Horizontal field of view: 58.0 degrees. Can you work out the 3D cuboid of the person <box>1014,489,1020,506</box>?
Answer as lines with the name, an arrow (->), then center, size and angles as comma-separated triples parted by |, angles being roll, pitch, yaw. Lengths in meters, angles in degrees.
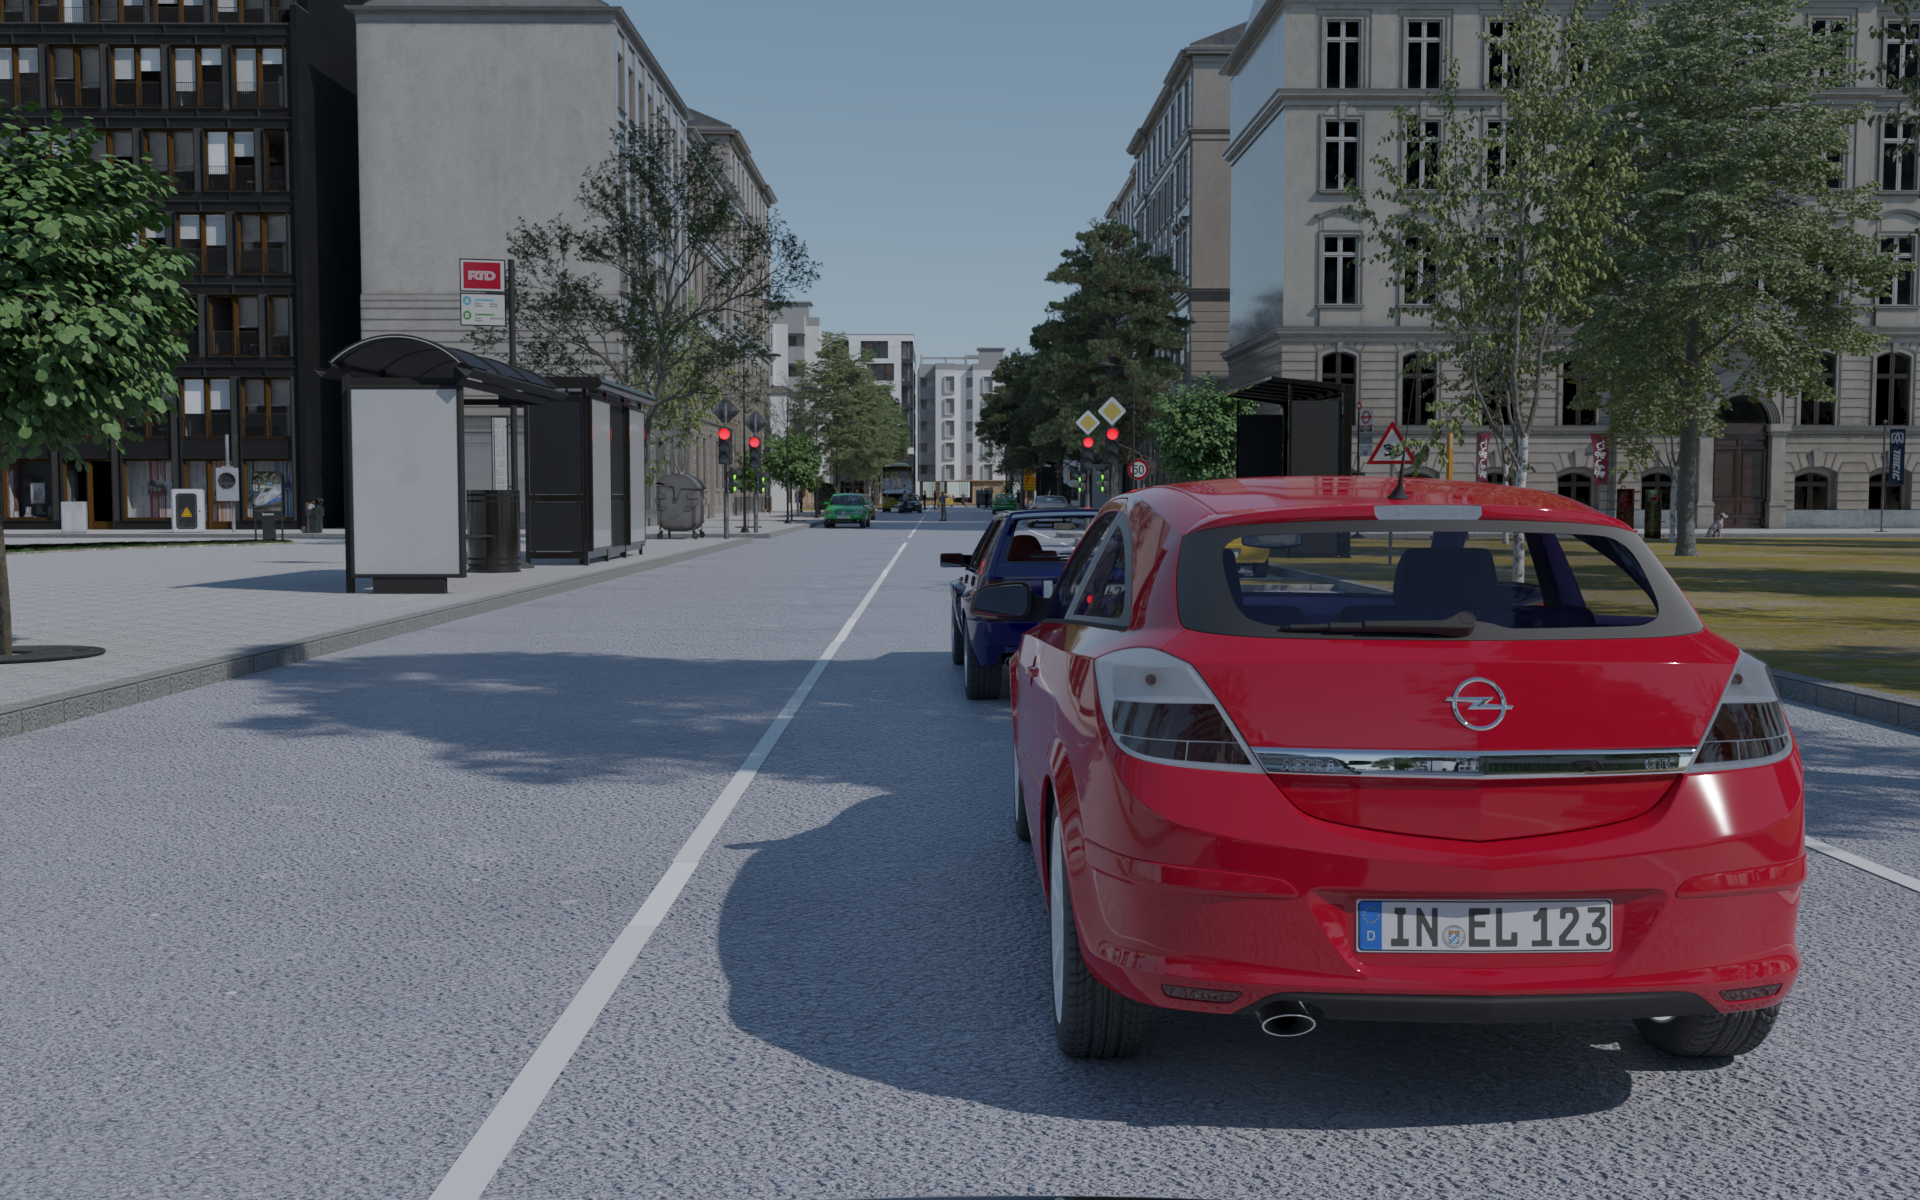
person -> 5.681, -9.799, 166.977 | 1.217, 1.735, 0.721 | -1, 4, -22

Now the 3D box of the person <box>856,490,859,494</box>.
person -> -11.534, -11.345, 192.049 | 1.217, 1.766, 0.721 | -3, 5, -43

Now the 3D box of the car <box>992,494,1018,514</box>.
car -> 3.172, -7.008, 123.373 | 1.959, 1.807, 4.718 | 0, 4, 0

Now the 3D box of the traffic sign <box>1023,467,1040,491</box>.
traffic sign -> 5.828, -8.261, 128.943 | 2.265, 3.308, 0.079 | 0, 4, 6

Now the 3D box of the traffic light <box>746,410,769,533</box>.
traffic light -> -6.750, -4.164, 57.326 | 0.839, 4.213, 0.868 | 0, 4, -1

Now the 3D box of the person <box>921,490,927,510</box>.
person -> -3.223, -8.863, 153.930 | 0.721, 1.766, 1.217 | 1, 4, 17

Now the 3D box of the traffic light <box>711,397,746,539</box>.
traffic light -> -6.654, -3.676, 49.341 | 0.839, 4.213, 0.868 | 0, 4, -1

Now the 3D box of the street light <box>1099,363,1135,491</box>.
street light -> 5.602, -5.434, 61.389 | 1.470, 5.913, 1.316 | 0, 4, -1

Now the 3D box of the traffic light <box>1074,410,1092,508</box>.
traffic light -> 4.211, -4.173, 57.472 | 0.839, 4.213, 0.868 | 0, 4, -1

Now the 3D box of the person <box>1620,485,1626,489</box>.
person -> 20.919, -2.761, 54.568 | 0.530, 1.710, 0.541 | 1, 4, 19

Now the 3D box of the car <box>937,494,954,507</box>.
car -> -1.632, -11.090, 191.552 | 2.015, 1.641, 3.980 | 0, 4, 1

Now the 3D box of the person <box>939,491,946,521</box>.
person -> -0.916, -4.962, 91.694 | 0.319, 1.574, 0.516 | -2, 4, -28

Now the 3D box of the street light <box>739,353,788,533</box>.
street light -> -6.587, -5.179, 57.217 | 1.470, 5.913, 1.316 | 0, 4, -1

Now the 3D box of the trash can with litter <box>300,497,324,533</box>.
trash can with litter -> -21.308, -2.775, 56.764 | 1.055, 1.170, 0.624 | 3, 5, 42

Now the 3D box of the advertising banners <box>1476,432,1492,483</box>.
advertising banners -> 14.150, -3.223, 48.876 | 2.074, 3.025, 0.090 | -1, 4, -23

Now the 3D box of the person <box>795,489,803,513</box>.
person -> -11.167, -6.912, 119.971 | 0.541, 1.710, 0.530 | 1, 4, 19

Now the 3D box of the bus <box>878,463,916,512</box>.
bus -> -5.048, -9.056, 139.616 | 2.896, 3.916, 12.252 | 0, 4, -2

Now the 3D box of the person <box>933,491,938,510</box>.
person -> -2.224, -9.212, 159.635 | 0.721, 1.766, 1.217 | -1, 4, -11

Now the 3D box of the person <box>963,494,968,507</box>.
person -> 0.593, -11.036, 192.172 | 0.421, 1.427, 0.697 | -2, 4, -34

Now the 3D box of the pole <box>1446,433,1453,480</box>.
pole -> 16.342, -3.915, 57.861 | 0.158, 3.312, 0.155 | 0, 3, 0

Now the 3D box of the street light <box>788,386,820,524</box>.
street light -> -6.904, -6.249, 74.707 | 1.470, 5.913, 1.316 | 0, 4, -1

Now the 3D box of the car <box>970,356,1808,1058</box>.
car -> 1.116, 0.193, 5.889 | 2.155, 1.783, 4.494 | 0, 4, 0

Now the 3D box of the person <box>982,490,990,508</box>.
person -> 2.658, -10.220, 175.228 | 0.705, 1.869, 1.348 | -2, 4, -35

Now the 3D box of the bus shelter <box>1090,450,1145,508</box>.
bus shelter -> 6.616, -4.921, 74.383 | 2.014, 3.302, 5.546 | 0, 4, -1

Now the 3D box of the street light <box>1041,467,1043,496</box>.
street light -> 5.232, -7.642, 97.482 | 1.470, 5.913, 1.316 | 0, 4, -1

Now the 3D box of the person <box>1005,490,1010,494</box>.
person -> 4.873, -10.296, 175.099 | 1.217, 1.735, 0.721 | 3, 5, 41

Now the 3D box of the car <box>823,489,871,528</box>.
car -> -4.828, -4.005, 74.271 | 1.959, 1.807, 4.718 | 0, 4, 1

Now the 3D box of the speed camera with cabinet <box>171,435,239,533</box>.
speed camera with cabinet -> -25.016, -3.856, 57.387 | 2.038, 3.252, 0.660 | -1, 4, -20

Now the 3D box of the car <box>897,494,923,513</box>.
car -> -3.747, -7.393, 130.665 | 2.009, 1.686, 4.222 | 0, 4, 1

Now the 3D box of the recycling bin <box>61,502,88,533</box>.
recycling bin -> -29.034, -2.705, 56.779 | 0.722, 1.027, 0.722 | -1, 4, -22

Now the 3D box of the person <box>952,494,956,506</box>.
person -> -0.764, -11.939, 206.883 | 0.628, 1.438, 0.799 | -1, 4, -10

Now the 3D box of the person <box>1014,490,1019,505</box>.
person -> 6.816, -12.129, 204.371 | 1.348, 1.821, 0.705 | 2, 4, 29

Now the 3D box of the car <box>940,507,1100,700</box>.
car -> 0.831, -0.053, 13.444 | 1.945, 1.354, 3.894 | 0, 4, -2

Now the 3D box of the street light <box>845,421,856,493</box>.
street light -> -7.315, -8.420, 110.202 | 1.470, 5.913, 1.316 | 0, 4, -1

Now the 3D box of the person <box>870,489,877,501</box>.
person -> -9.355, -10.974, 185.472 | 0.705, 1.823, 1.348 | -3, 5, -40

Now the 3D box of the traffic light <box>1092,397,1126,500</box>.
traffic light -> 4.306, -3.685, 49.488 | 0.839, 4.213, 0.868 | 0, 4, -1

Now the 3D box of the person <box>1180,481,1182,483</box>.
person -> 7.914, -3.376, 61.948 | 0.576, 1.737, 0.504 | -2, 4, -29

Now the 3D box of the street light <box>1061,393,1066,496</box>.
street light -> 5.356, -6.572, 79.990 | 1.470, 5.913, 1.316 | 0, 4, -1

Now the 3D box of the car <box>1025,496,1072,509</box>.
car -> 3.857, -3.832, 75.009 | 2.083, 1.381, 4.827 | 0, 4, 1

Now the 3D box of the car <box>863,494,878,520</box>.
car -> -5.554, -5.237, 95.849 | 2.015, 1.641, 3.980 | 0, 4, -2

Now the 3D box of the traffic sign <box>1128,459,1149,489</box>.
traffic sign -> 6.472, -3.842, 62.924 | 0.768, 2.556, 0.104 | 0, 4, 6

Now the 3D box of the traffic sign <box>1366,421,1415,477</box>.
traffic sign -> 7.721, -1.897, 31.021 | 0.884, 2.594, 0.081 | 0, 4, 7

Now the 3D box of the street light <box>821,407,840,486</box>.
street light -> -7.076, -7.318, 92.198 | 1.470, 5.913, 1.316 | 0, 4, -1

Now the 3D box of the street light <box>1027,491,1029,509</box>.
street light -> 4.911, -8.715, 115.031 | 1.470, 5.913, 1.316 | 0, 4, -1

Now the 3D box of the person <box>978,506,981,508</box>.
person -> 2.057, -10.725, 183.797 | 0.705, 1.831, 1.348 | -1, 4, -23

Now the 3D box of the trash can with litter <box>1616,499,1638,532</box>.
trash can with litter -> 21.717, -2.855, 57.744 | 2.233, 1.210, 1.678 | -1, 4, -22

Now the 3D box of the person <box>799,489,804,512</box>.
person -> -11.085, -6.974, 121.535 | 0.593, 1.643, 0.415 | 3, 5, 44

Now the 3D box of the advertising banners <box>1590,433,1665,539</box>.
advertising banners -> 19.172, -3.278, 49.786 | 2.074, 3.025, 0.090 | 1, 4, 13

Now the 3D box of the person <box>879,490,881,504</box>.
person -> -9.321, -12.081, 204.235 | 0.621, 1.740, 0.551 | 0, 4, -2

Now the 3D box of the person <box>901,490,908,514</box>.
person -> -4.069, -7.208, 127.281 | 0.436, 1.711, 0.756 | -1, 4, -16
